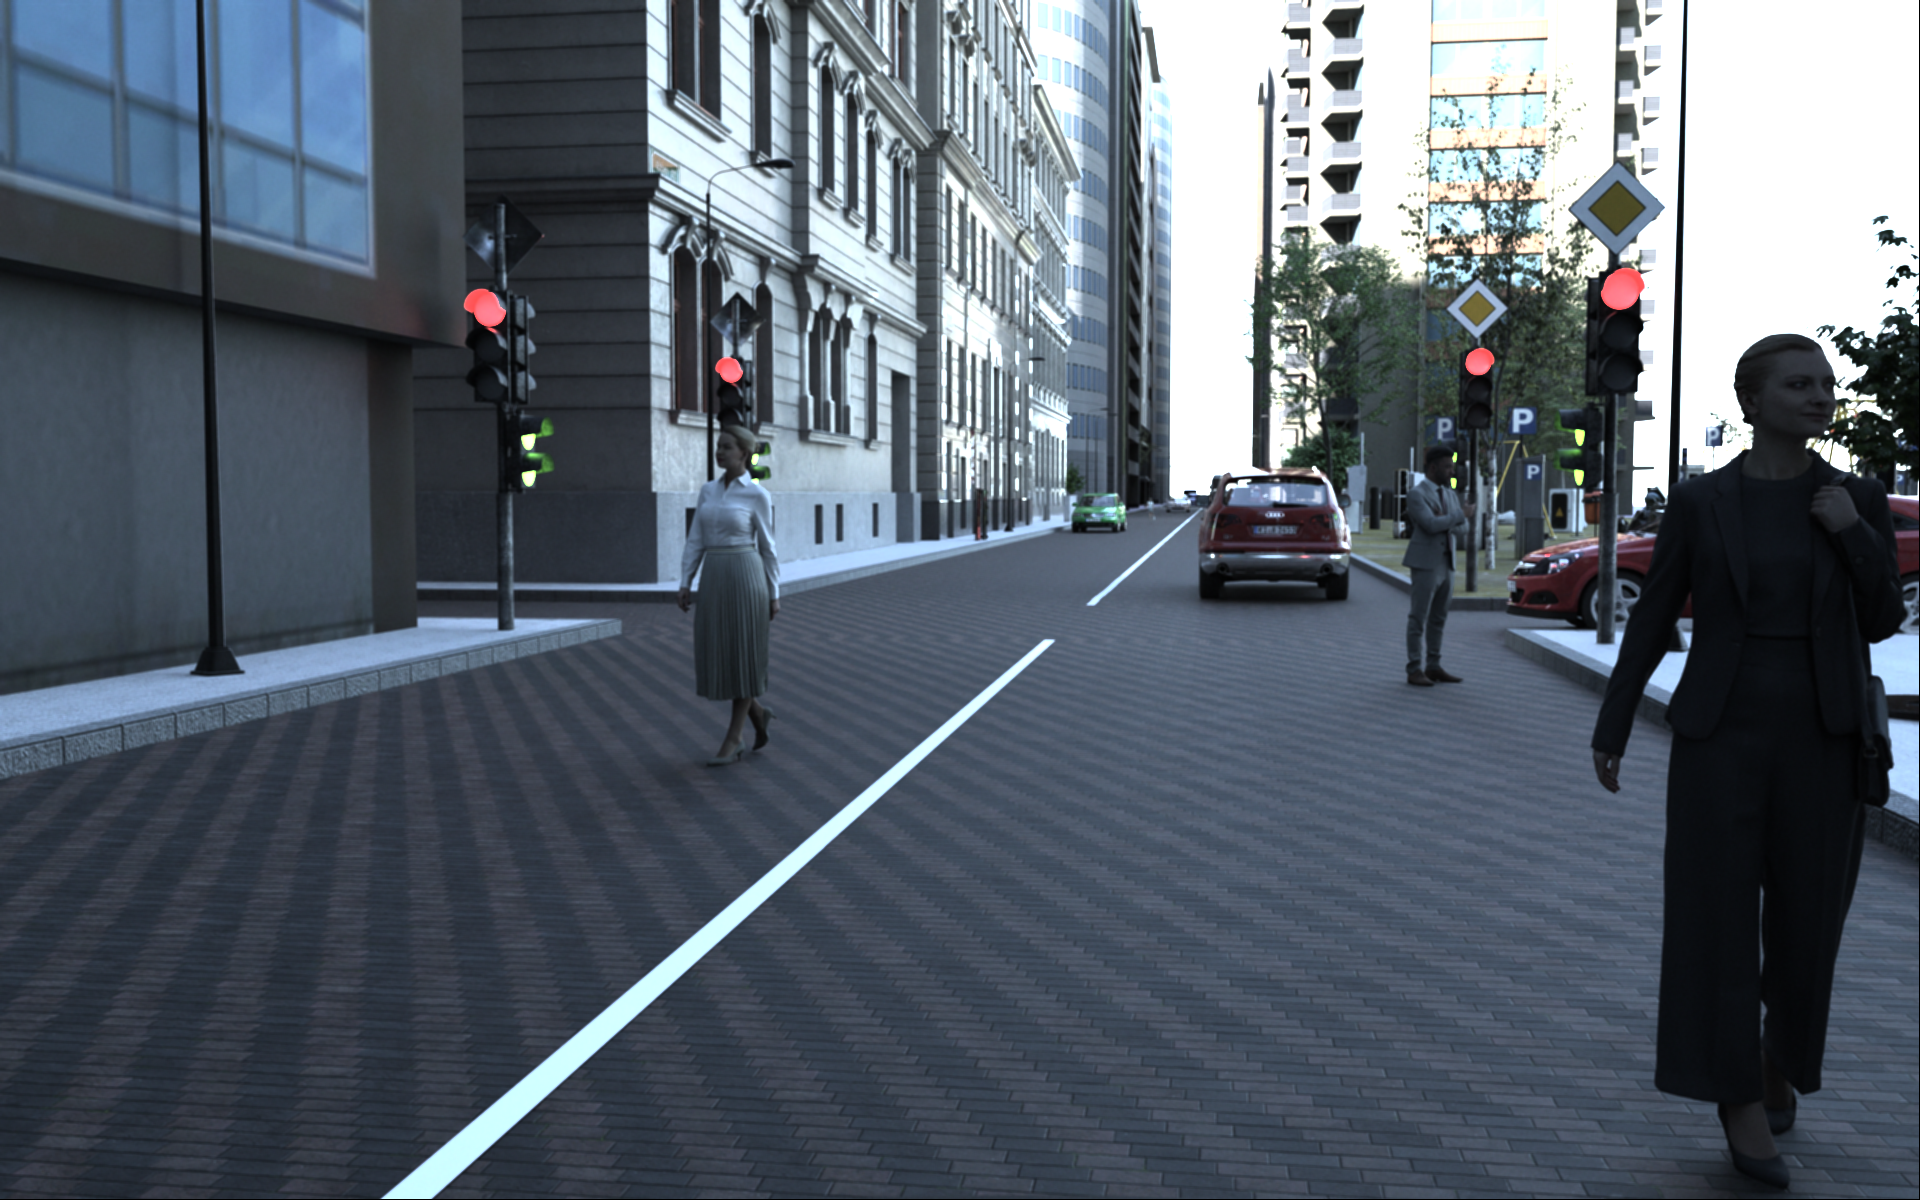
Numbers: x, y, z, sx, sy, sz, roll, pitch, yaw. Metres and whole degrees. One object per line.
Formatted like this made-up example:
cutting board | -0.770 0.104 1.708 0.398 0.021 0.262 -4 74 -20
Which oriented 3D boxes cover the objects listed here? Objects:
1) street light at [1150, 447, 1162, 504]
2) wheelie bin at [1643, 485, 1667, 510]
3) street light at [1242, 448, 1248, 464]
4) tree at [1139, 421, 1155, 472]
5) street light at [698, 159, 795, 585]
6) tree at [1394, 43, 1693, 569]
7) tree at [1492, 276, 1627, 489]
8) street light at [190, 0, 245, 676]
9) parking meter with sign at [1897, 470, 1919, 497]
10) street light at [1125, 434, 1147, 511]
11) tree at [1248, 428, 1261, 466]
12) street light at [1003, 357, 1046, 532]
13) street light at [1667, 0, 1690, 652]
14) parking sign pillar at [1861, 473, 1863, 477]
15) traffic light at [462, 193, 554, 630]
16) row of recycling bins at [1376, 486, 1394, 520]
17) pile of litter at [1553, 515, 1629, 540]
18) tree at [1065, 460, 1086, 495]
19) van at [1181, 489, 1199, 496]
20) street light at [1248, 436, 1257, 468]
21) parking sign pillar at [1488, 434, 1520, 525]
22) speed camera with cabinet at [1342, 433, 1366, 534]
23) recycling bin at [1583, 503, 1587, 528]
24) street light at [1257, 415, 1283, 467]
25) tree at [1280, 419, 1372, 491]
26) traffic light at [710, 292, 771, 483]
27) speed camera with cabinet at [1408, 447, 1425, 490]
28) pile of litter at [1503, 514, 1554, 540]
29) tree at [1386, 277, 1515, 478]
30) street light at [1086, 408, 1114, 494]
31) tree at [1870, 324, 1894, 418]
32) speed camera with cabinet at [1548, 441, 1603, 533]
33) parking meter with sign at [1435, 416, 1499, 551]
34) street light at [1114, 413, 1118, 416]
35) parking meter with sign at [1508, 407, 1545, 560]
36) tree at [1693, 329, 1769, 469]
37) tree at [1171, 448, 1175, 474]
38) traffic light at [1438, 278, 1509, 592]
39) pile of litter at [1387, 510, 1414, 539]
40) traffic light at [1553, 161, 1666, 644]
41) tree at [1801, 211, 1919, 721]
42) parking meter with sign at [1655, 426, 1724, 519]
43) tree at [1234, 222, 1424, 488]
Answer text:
street light | 18.792 -12.074 169.947 1.470 5.913 1.316 1 4 8
wheelie bin | 29.373 -3.996 73.235 0.980 1.594 0.693 2 4 32
street light | 30.780 -13.005 185.173 1.470 5.913 1.316 1 4 8
tree | 17.331 -13.640 173.374 4.360 8.622 3.978 0 3 0
street light | -2.978 -3.161 24.220 1.470 5.913 1.316 1 4 8
tree | 9.291 -4.835 29.410 4.360 8.622 3.978 0 3 0
tree | 31.219 -10.567 90.894 7.486 12.596 7.792 0 3 0
street light | -4.765 -2.419 12.098 1.470 5.913 1.316 1 4 8
parking meter with sign | 29.548 -3.537 54.096 1.738 3.016 0.543 2 4 25
street light | 13.582 -9.915 134.654 1.470 5.913 1.316 1 4 8
tree | 31.882 -14.027 179.702 4.360 8.622 3.978 0 3 0
street light | 2.203 -5.281 58.880 1.470 5.913 1.316 1 4 8
street light | 5.301 -2.545 14.148 1.470 5.913 1.316 1 4 8
parking sign pillar | 33.267 -4.549 62.847 1.447 3.967 1.447 -2 4 -33
traffic light | -4.268 -1.670 16.229 0.839 4.253 0.868 1 4 8
row of recycling bins | 21.870 -4.941 87.900 1.069 1.692 3.534 -1 4 -14
pile of litter | 13.170 -1.310 35.382 1.719 0.858 1.176 -3 5 -42
tree | 6.438 -6.331 98.107 1.663 3.219 1.824 0 3 0
van | 27.670 -12.467 208.222 2.240 2.365 5.245 0 4 7
street light | 23.776 -10.084 137.411 1.470 5.913 1.316 1 4 8
parking sign pillar | 22.696 -5.127 72.303 1.447 3.967 1.447 -2 4 -24
speed camera with cabinet | 12.839 -3.805 56.545 0.660 3.252 2.038 0 4 7
recycling bin | 23.055 -3.211 65.059 0.722 1.027 0.722 -2 4 -28
street light | 18.460 -7.934 102.258 1.470 5.913 1.316 1 4 8
tree | 16.217 -5.613 75.491 4.285 4.588 4.351 0 3 0
traffic light | -3.090 -2.153 24.127 0.839 4.253 0.868 1 4 8
speed camera with cabinet | 19.541 -4.801 72.830 0.660 3.252 2.038 -1 4 -21
pile of litter | 16.207 -2.155 49.204 1.176 0.858 1.719 -1 4 -10
tree | 16.653 -6.571 57.800 4.737 8.622 4.395 0 3 0
street light | 7.406 -7.400 93.536 1.470 5.913 1.316 1 4 8
tree | 38.193 -7.441 72.021 4.360 8.622 3.978 0 3 0
speed camera with cabinet | 20.428 -3.839 57.108 0.660 3.252 2.038 -2 4 -32
parking meter with sign | 11.603 -2.647 39.540 1.738 3.016 0.543 -3 4 -36
street light | 8.401 -7.795 99.995 1.470 5.913 1.316 1 4 8
parking meter with sign | 11.142 -2.304 33.939 0.543 3.016 1.738 0 4 8
tree | 35.231 -7.802 77.926 4.360 8.622 3.978 0 3 0
tree | 30.214 -18.754 256.981 4.360 8.622 3.978 0 3 0
traffic light | 6.715 -2.065 22.686 0.839 4.253 0.868 1 4 8
pile of litter | 13.024 -2.175 49.527 1.176 0.858 1.719 -2 4 -26
traffic light | 5.537 -1.582 14.788 0.839 4.253 0.868 1 4 8
tree | 5.843 -0.952 10.169 1.663 3.219 1.824 0 3 0
parking meter with sign | 18.499 -2.920 44.003 1.738 3.016 0.543 -1 4 -22
tree | 14.218 -8.639 67.010 9.928 11.665 9.643 0 3 0
